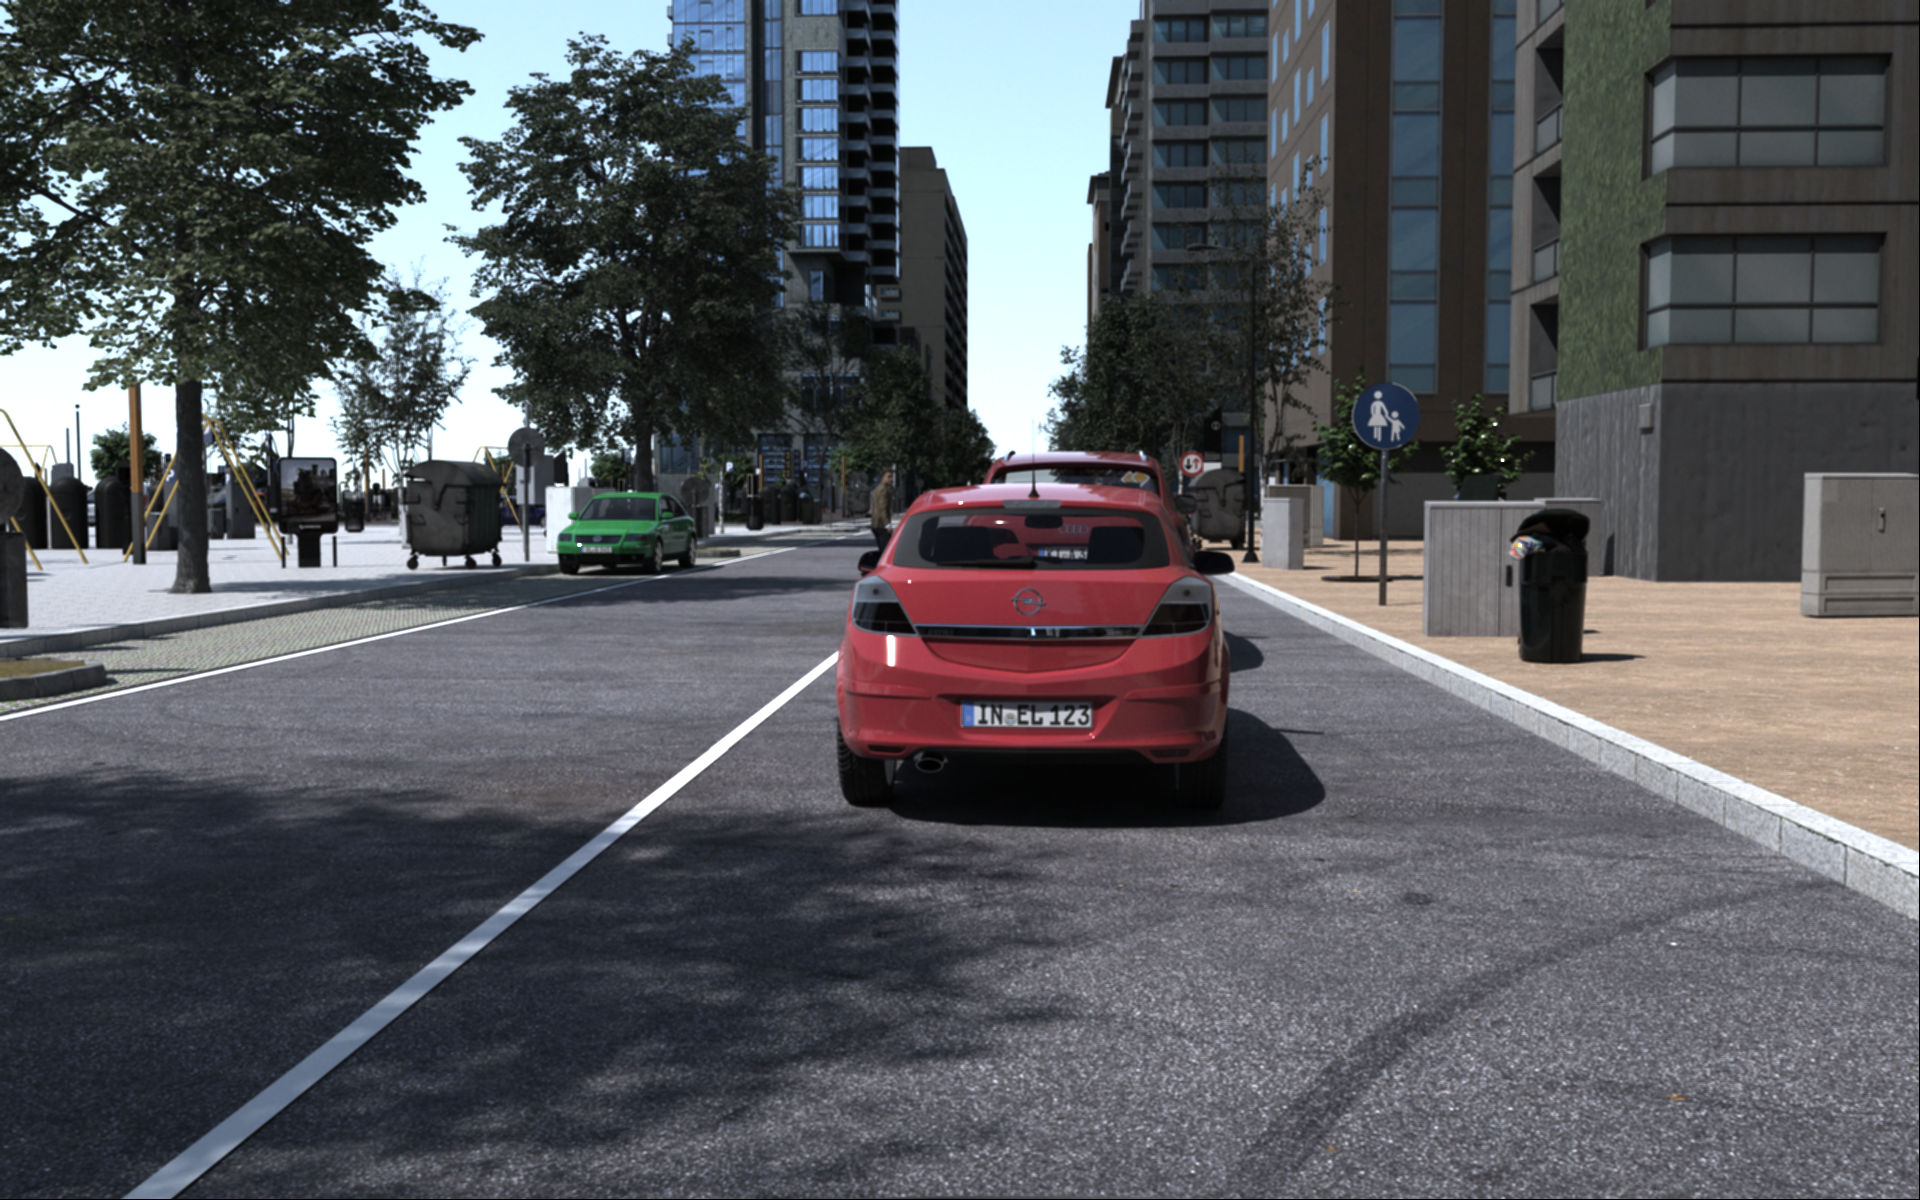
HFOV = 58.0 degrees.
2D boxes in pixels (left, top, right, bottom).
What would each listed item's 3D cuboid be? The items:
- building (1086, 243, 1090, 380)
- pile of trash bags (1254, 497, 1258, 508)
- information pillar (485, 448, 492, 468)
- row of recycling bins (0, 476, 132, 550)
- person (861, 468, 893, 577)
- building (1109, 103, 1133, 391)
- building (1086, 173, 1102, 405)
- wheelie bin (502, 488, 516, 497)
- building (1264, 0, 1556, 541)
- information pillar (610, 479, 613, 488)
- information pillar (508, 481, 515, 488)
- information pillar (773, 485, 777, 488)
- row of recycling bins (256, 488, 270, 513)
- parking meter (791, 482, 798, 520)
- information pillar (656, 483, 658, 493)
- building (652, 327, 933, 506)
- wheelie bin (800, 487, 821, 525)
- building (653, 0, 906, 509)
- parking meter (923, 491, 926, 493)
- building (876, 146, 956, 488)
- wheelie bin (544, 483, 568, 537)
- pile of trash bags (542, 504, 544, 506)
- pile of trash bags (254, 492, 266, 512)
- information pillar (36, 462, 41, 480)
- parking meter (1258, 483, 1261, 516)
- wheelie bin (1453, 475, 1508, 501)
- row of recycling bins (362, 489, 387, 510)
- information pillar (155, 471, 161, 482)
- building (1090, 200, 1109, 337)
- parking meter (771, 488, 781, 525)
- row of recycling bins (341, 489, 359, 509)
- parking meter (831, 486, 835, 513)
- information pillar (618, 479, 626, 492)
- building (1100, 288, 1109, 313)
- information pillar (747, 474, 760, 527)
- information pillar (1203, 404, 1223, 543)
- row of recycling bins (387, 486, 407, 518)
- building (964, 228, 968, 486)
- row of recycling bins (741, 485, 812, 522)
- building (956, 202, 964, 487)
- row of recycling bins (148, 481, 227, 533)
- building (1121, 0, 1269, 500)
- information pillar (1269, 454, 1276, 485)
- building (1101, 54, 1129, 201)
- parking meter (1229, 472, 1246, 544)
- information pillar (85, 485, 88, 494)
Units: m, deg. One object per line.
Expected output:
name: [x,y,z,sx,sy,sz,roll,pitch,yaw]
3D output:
building: [28.852,-39.652,298.412,14.600,45.320,14.200,0,4,3]
pile of trash bags: [21.599,-7.292,128.982,1.912,1.369,3.447,-1,4,-18]
information pillar: [-23.271,-5.757,85.475,0.504,3.616,0.183,3,5,42]
row of recycling bins: [-21.215,-2.036,40.398,3.534,1.692,1.069,-1,4,-15]
person: [-1.227,-1.149,27.194,0.656,1.842,0.836,3,5,40]
building: [22.827,-30.631,184.407,14.154,41.232,14.086,0,4,3]
building: [34.813,-42.042,276.630,28.713,52.752,27.495,0,4,3]
wheelie bin: [-22.832,-4.921,88.359,0.980,1.594,0.693,-1,4,-12]
building: [17.269,-24.607,52.443,14.600,45.320,14.200,0,4,3]
information pillar: [-16.975,-4.852,83.830,0.304,2.012,0.304,0,4,-7]
information pillar: [-25.074,-5.647,96.822,0.304,2.012,0.304,-3,5,-43]
information pillar: [-15.404,-8.540,144.114,0.304,2.012,0.304,0,4,1]
row of recycling bins: [-43.917,-6.276,109.731,3.534,1.692,1.069,2,4,33]
parking meter: [-8.162,-4.874,85.397,0.255,1.863,0.399,-2,4,-25]
information pillar: [-19.441,-6.481,110.448,0.304,2.012,0.304,2,4,27]
building: [-17.766,-21.380,194.600,27.650,21.520,28.899,0,4,3]
wheelie bin: [-6.301,-3.955,72.568,0.693,1.594,0.980,2,4,25]
building: [-15.881,-51.981,162.565,22.319,86.520,31.000,0,4,3]
parking meter: [-3.011,-8.542,148.066,0.372,1.533,0.369,0,3,0]
building: [-12.166,-37.997,244.946,21.300,48.544,21.600,0,4,3]
wheelie bin: [-11.992,-2.667,51.513,0.980,1.594,0.693,1,4,10]
pile of trash bags: [-20.390,-4.949,90.661,3.447,1.369,1.912,0,4,-3]
pile of trash bags: [-54.991,-7.627,134.459,1.912,1.369,3.447,-3,5,-40]
information pillar: [-66.717,-8.201,125.435,0.183,3.616,0.504,0,4,5]
parking meter: [15.649,-5.140,89.745,0.399,1.863,0.255,1,4,16]
wheelie bin: [8.555,-1.255,28.433,0.980,1.594,0.693,3,5,40]
row of recycling bins: [-43.865,-7.639,132.017,1.069,1.692,3.534,2,4,26]
information pillar: [-60.796,-8.562,131.335,0.504,3.616,0.183,1,4,23]
building: [27.162,-37.082,256.396,14.600,45.320,14.200,0,4,3]
parking meter: [-7.639,-3.885,71.928,0.372,1.533,0.369,0,3,0]
row of recycling bins: [-51.380,-8.682,149.062,3.534,1.692,1.069,-2,4,-27]
parking meter: [-8.772,-6.960,119.500,0.255,1.863,0.399,-1,4,-16]
information pillar: [-16.442,-4.891,84.456,0.304,2.012,0.304,1,4,17]
building: [26.517,-28.786,242.357,14.160,30.474,14.107,0,4,3]
information pillar: [-7.659,-3.647,64.115,0.304,2.012,0.304,-3,5,-43]
information pillar: [6.627,-3.303,45.362,0.504,3.616,0.183,1,4,19]
row of recycling bins: [-30.028,-5.261,93.130,1.069,1.692,3.534,-1,4,-21]
building: [-9.829,-40.674,288.726,21.300,48.544,21.600,0,4,3]
row of recycling bins: [-8.485,-4.531,81.194,3.534,1.692,1.069,0,4,-6]
building: [-10.935,-39.313,266.471,21.300,48.544,21.600,0,4,3]
row of recycling bins: [-24.948,-3.008,56.298,1.069,1.692,3.534,1,4,17]
building: [26.509,-33.119,161.096,23.786,49.044,30.456,0,4,3]
information pillar: [15.266,-5.679,84.205,0.504,3.616,0.183,2,4,28]
building: [31.898,-37.646,204.753,28.713,52.752,27.495,0,4,3]
parking meter: [7.179,-2.391,44.807,0.399,1.863,0.255,-2,4,-30]
information pillar: [-69.523,-8.146,137.684,0.304,2.012,0.304,3,5,44]
